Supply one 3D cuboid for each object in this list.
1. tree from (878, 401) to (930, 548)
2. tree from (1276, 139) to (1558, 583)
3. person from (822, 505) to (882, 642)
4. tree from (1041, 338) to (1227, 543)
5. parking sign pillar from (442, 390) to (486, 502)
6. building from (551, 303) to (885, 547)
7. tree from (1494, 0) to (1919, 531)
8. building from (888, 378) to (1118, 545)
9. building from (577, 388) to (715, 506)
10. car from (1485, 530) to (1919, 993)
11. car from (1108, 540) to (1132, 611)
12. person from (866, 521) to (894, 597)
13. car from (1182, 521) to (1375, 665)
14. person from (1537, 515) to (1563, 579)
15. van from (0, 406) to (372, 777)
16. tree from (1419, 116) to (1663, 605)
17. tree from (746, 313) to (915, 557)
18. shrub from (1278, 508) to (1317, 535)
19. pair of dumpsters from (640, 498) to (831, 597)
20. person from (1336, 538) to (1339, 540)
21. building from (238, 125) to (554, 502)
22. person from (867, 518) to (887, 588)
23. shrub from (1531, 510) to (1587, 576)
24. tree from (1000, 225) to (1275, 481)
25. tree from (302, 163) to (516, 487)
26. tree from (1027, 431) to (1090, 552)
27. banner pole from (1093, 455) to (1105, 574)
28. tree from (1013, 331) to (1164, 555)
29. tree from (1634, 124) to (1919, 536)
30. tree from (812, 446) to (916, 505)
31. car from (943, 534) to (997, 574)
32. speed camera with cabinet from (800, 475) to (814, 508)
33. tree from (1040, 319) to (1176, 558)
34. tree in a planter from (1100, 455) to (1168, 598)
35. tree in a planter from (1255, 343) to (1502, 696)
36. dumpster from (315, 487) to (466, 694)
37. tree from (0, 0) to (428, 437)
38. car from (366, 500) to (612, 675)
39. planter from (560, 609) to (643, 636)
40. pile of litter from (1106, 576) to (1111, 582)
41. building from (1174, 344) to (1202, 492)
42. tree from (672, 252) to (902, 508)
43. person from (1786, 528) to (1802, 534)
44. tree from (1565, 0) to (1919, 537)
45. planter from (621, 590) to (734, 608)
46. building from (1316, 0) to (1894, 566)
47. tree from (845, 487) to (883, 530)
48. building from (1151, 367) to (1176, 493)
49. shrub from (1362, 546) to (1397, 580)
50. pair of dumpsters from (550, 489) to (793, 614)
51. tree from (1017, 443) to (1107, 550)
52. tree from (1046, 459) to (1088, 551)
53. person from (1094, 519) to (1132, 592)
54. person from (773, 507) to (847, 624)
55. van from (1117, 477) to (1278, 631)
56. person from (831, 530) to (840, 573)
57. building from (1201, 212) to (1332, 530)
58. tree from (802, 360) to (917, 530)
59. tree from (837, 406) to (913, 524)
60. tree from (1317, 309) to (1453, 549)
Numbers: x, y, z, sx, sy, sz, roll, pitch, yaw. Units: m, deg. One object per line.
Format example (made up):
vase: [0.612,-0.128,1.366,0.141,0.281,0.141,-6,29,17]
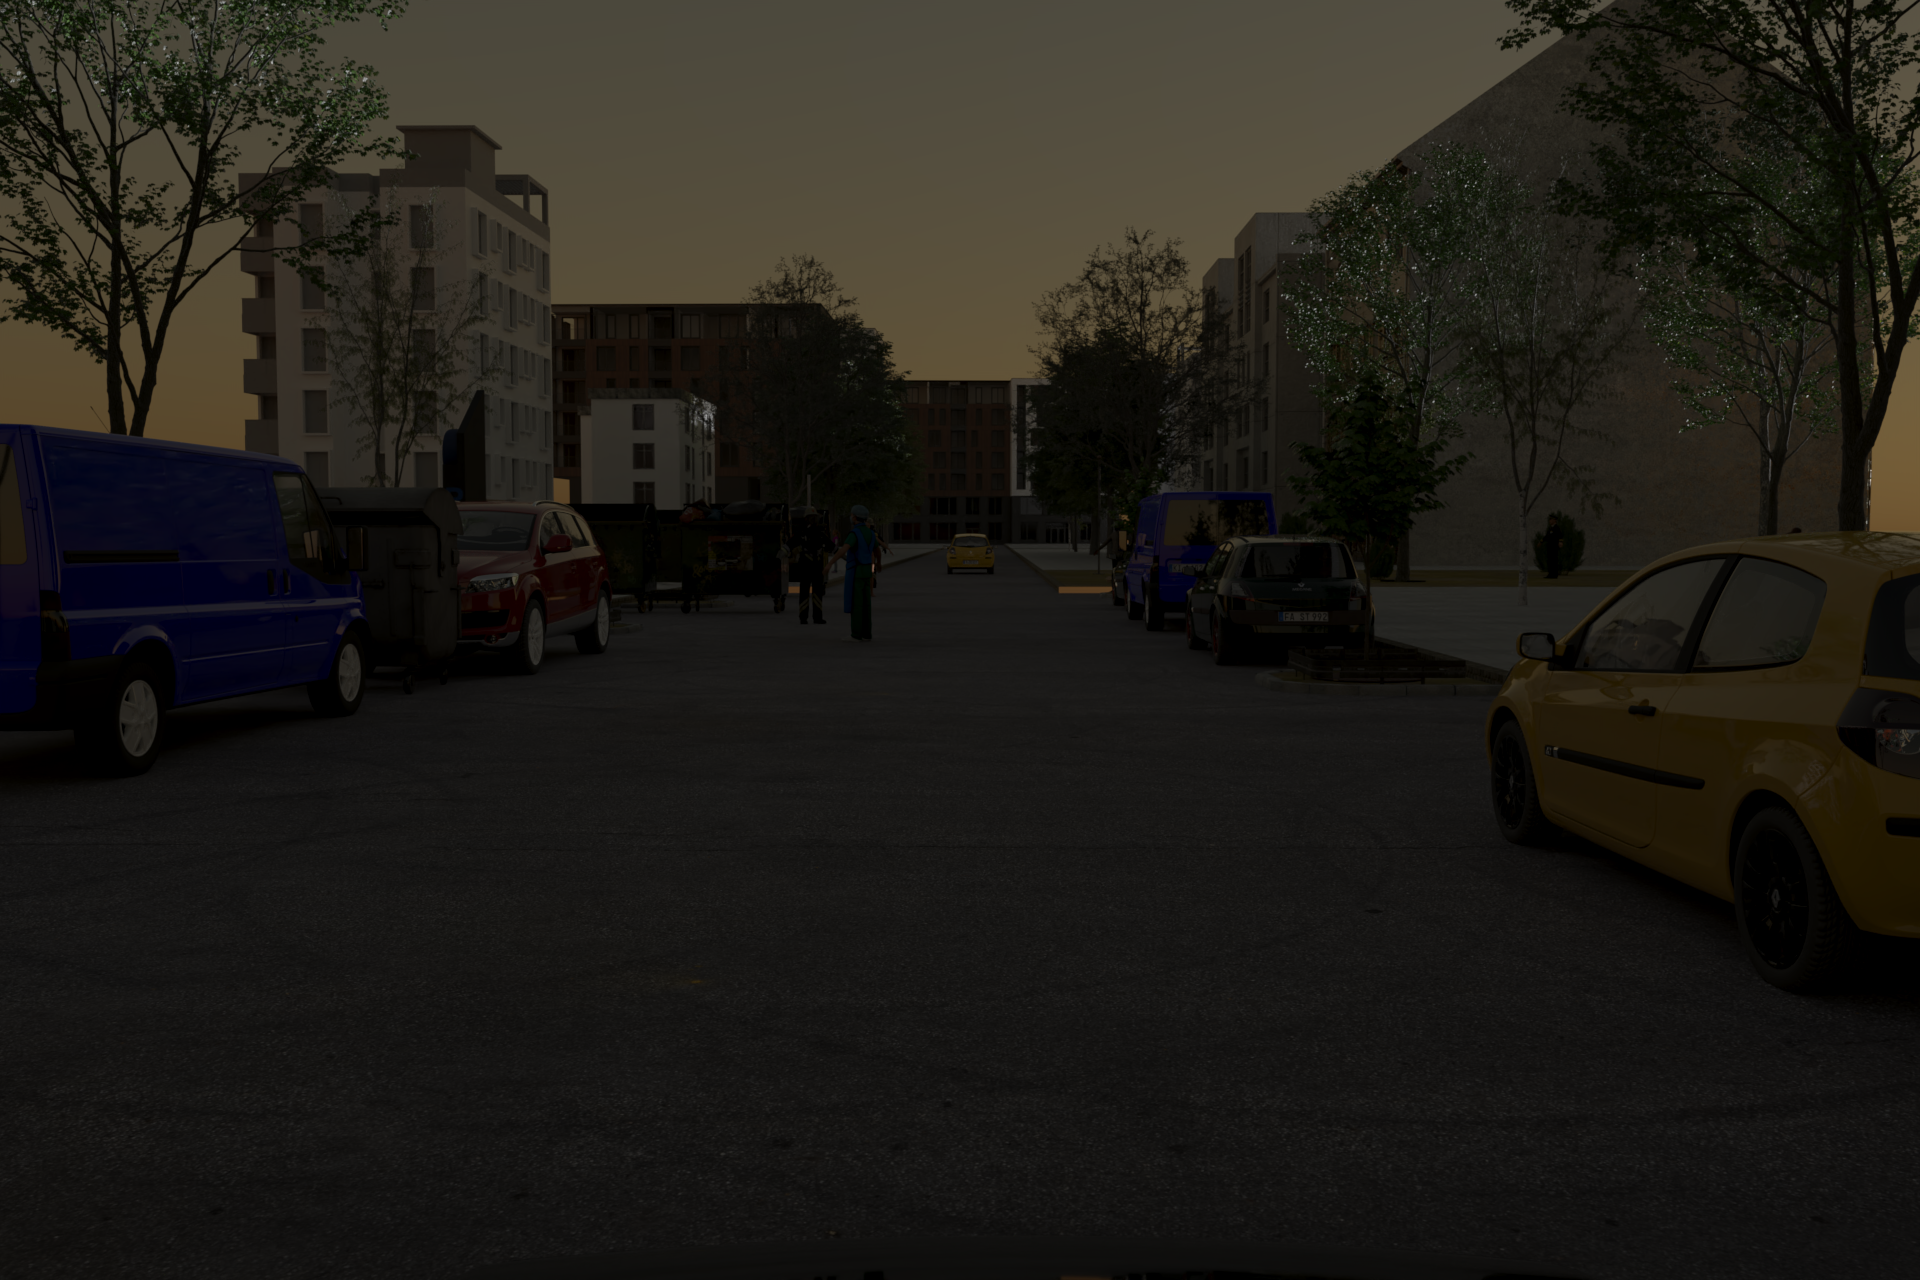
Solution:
tree: [-6.010,-13.985,146.783,7.486,12.596,7.792,0,3,0]
tree: [12.007,-7.354,45.991,9.928,11.665,9.643,0,3,0]
person: [-1.365,-0.885,23.050,0.704,1.817,1.347,2,4,29]
tree: [8.020,-8.964,80.967,8.767,10.594,7.601,-1,4,-11]
parking sign pillar: [-9.094,-2.651,31.813,1.447,3.967,1.447,0,4,1]
building: [-22.397,-19.938,169.958,27.936,21.610,32.646,0,4,1]
tree: [10.071,-5.700,18.956,9.928,11.665,9.643,0,3,0]
building: [4.116,-24.007,238.937,32.646,21.610,27.936,0,4,-2]
building: [-20.487,-10.493,113.706,9.099,9.664,28.070,0,4,0]
car: [3.387,0.207,6.841,2.015,1.641,3.980,0,4,0]
car: [3.920,-1.450,33.498,2.009,1.686,4.222,0,3,0]
person: [-2.120,-1.853,39.560,1.217,1.733,0.721,-1,4,-11]
car: [3.664,-0.643,20.298,2.009,1.686,4.222,0,4,1]
person: [17.021,-2.683,49.798,0.705,1.837,1.347,-1,4,-9]
van: [-5.745,-0.458,11.880,2.240,2.365,5.245,0,4,1]
tree: [10.222,-4.949,31.279,4.360,8.622,3.978,0,3,0]
tree: [-7.270,-11.752,98.797,9.857,13.997,8.962,0,3,0]
shrub: [10.130,-2.979,52.744,1.661,2.075,1.752,0,3,0]
pair of dumpsters: [-5.191,-2.124,39.671,4.436,2.255,1.574,0,4,1]
person: [15.806,-4.238,75.141,1.347,1.847,0.705,2,4,27]
building: [-27.345,-13.777,81.682,16.016,20.090,11.380,0,4,0]
person: [-2.413,-2.304,45.911,1.354,1.856,0.705,-3,5,-45]
shrub: [18.547,-3.038,53.706,1.661,2.075,1.752,0,3,0]
tree: [7.180,-9.661,68.320,12.009,13.543,11.850,0,3,0]
tree: [-11.745,-5.178,35.030,4.360,8.622,3.978,0,3,0]
tree: [8.022,-11.562,123.447,7.601,10.594,8.767,-3,5,-42]
banner pole: [4.421,-3.964,54.834,0.401,3.779,0.863,0,4,1]
tree: [8.246,-12.268,107.236,9.857,13.997,8.962,0,3,0]
tree: [21.017,-7.247,44.240,9.928,11.665,9.643,0,3,0]
tree: [-7.169,-11.338,119.785,8.767,10.594,7.601,0,4,-2]
car: [0.371,-3.229,63.021,2.015,1.641,3.980,0,4,0]
speed camera with cabinet: [-5.198,-3.931,58.608,0.660,3.252,2.038,0,4,3]
tree: [7.795,-10.605,91.522,7.486,12.596,7.792,0,3,0]
tree in a planter: [4.192,-2.576,39.347,1.991,3.239,1.994,0,4,1]
tree in a planter: [3.843,-1.164,16.260,1.991,3.239,1.994,0,3,0]
dumpster: [-5.624,-0.472,15.940,1.865,1.857,1.264,0,4,2]
tree: [-11.499,-6.003,23.905,9.928,11.665,9.643,0,3,0]
car: [-5.299,-0.651,19.310,2.281,1.827,5.304,0,4,1]
planter: [-5.754,-0.263,25.434,1.991,0.319,1.994,0,4,2]
pile of litter: [4.435,-1.941,45.700,1.176,0.858,1.719,0,4,0]
building: [26.447,-19.276,171.585,16.016,20.090,11.380,0,4,1]
tree: [-7.196,-10.060,74.857,12.009,13.543,11.850,0,3,0]
person: [18.472,-1.808,38.837,0.697,1.427,0.421,2,4,32]
tree: [27.613,-12.469,59.754,12.611,20.169,13.585,0,3,0]
planter: [-5.553,-0.813,34.436,1.991,0.319,1.994,0,4,1]
building: [27.372,-15.109,77.966,19.493,23.208,18.063,0,4,2]
tree: [-6.203,-10.886,128.343,4.360,8.622,3.978,0,3,0]
building: [25.611,-20.531,192.100,16.016,20.090,11.380,0,4,1]
shrub: [11.763,-2.291,48.578,1.383,1.207,1.383,0,3,0]
pair of dumpsters: [-5.320,-1.631,31.624,4.436,2.255,1.574,0,4,1]
tree: [9.125,-12.633,140.964,8.767,10.594,7.601,-2,4,-31]
tree: [8.308,-11.128,132.307,4.737,8.622,4.395,0,3,0]
person: [3.812,-2.024,41.678,1.348,1.813,0.705,3,5,41]
person: [-2.366,-1.184,27.602,1.354,1.856,0.705,-2,4,-27]
van: [3.710,-1.396,27.208,2.240,2.365,5.245,0,4,1]
person: [-4.196,-2.939,57.320,0.599,1.433,0.991,0,4,-8]
building: [24.757,-14.518,103.819,16.747,18.905,31.486,0,4,1]
tree: [-6.491,-11.734,109.979,7.486,12.596,7.792,0,3,0]
tree: [-7.278,-13.319,135.889,7.486,12.596,7.792,0,3,0]
tree: [13.772,-6.537,57.243,4.737,8.622,4.395,0,3,0]
